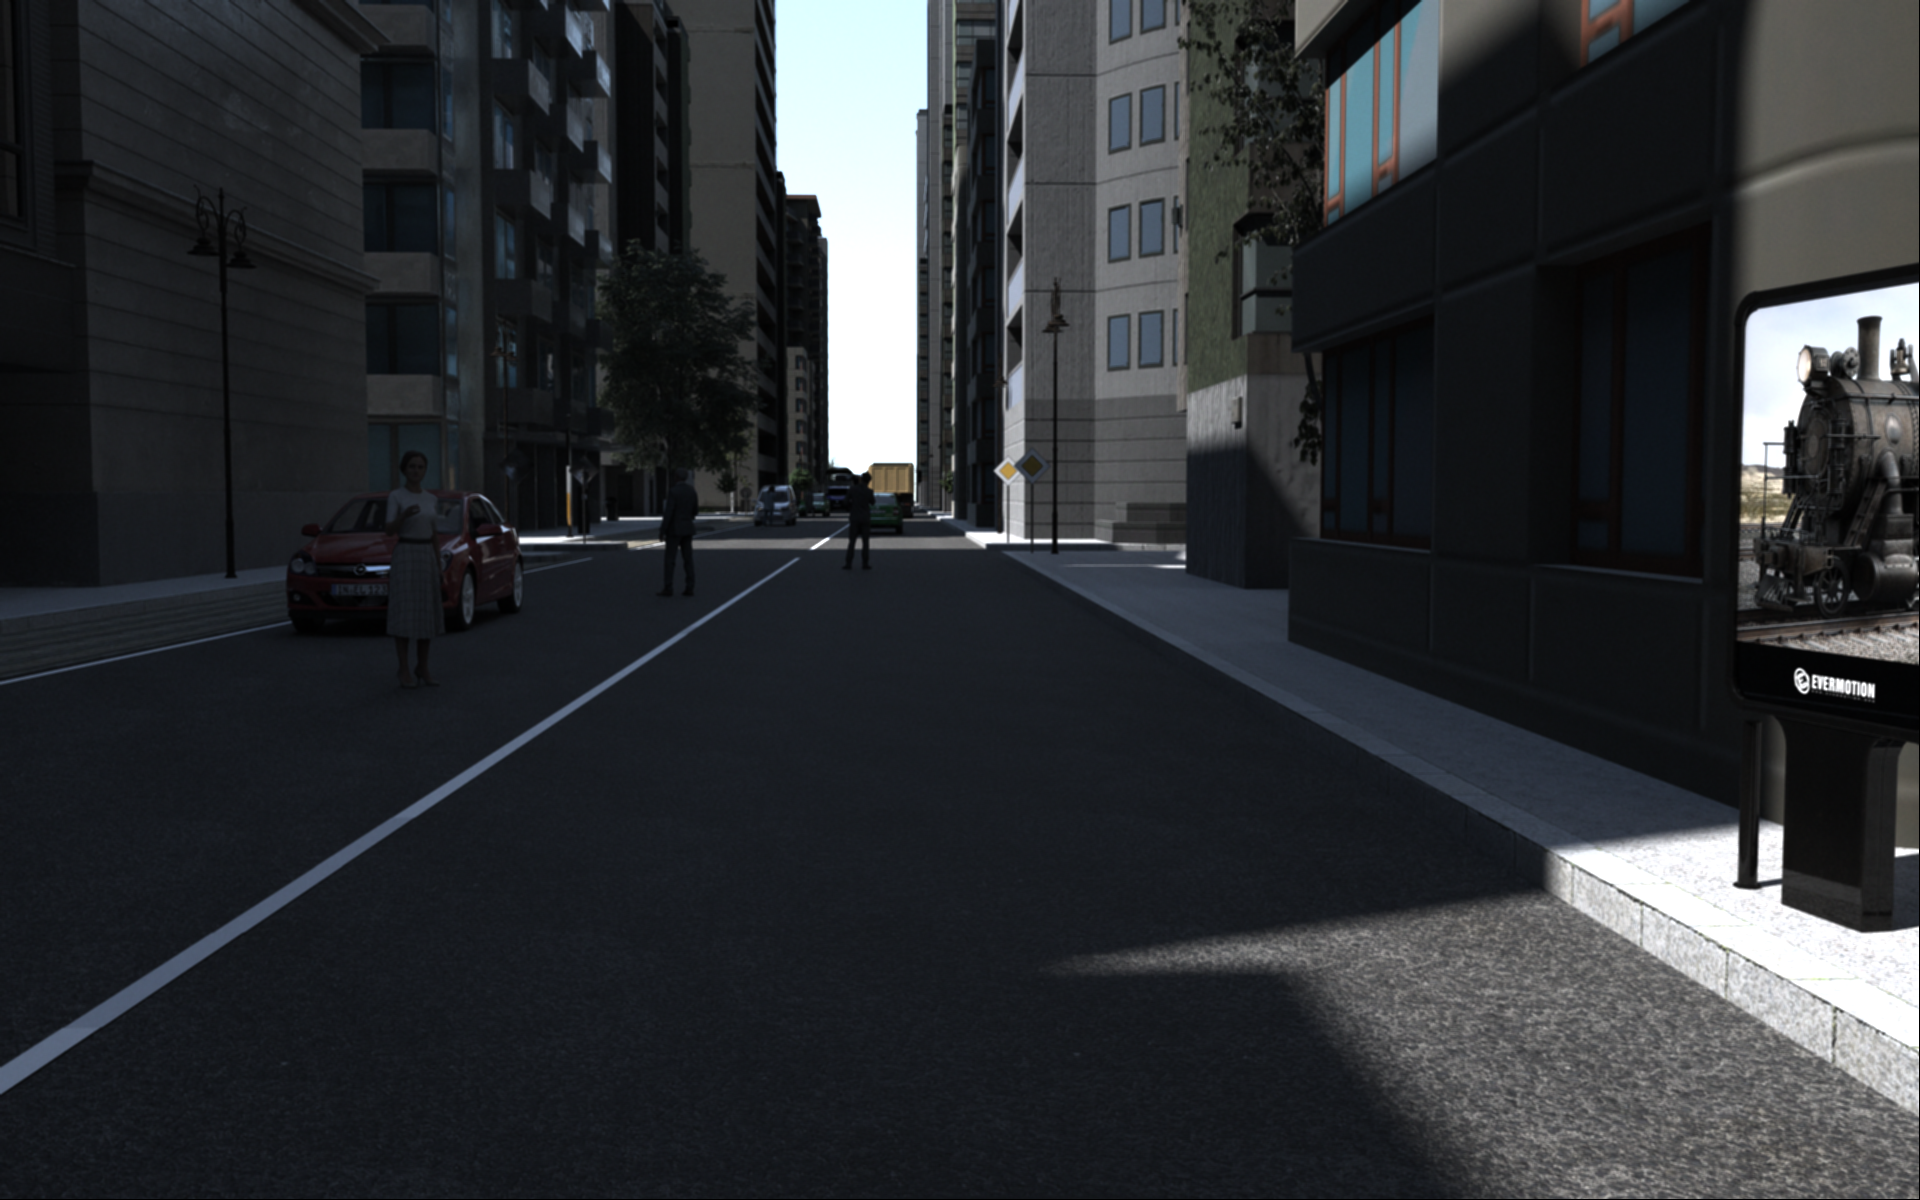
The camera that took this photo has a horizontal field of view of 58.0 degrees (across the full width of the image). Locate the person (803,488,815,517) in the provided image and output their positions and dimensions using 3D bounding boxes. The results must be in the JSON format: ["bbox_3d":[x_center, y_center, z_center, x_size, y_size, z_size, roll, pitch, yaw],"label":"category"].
[{"bbox_3d":[-9.263,-5.975,106.291,0.767,1.812,0.694,3,4,36],"label":"person"}]

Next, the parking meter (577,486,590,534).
[{"bbox_3d":[-12.144,-2.903,55.871,0.372,1.533,0.369,0,3,0],"label":"parking meter"}]

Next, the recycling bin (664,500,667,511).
[{"bbox_3d":[-13.158,-4.109,79.744,0.722,1.027,0.722,2,4,29],"label":"recycling bin"}]

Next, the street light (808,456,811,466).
[{"bbox_3d":[-17.737,-14.191,204.805,0.468,5.910,1.993,0,4,-2],"label":"street light"}]

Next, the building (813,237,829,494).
[{"bbox_3d":[-27.595,-35.742,267.982,14.154,41.232,14.086,0,4,-2],"label":"building"}]

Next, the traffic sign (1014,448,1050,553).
[{"bbox_3d":[1.558,-2.068,37.449,0.795,2.450,0.064,0,4,-2],"label":"traffic sign"}]

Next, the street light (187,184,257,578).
[{"bbox_3d":[-11.137,-3.272,26.280,0.468,5.910,1.993,0,4,-2],"label":"street light"}]

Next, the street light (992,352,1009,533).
[{"bbox_3d":[1.299,-5.106,56.272,0.468,5.910,1.993,0,4,-2],"label":"street light"}]

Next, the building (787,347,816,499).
[{"bbox_3d":[-32.707,-22.791,217.672,27.650,21.520,28.899,0,4,-2],"label":"building"}]

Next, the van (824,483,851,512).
[{"bbox_3d":[-9.794,-8.303,140.132,2.240,2.365,5.245,0,4,-1],"label":"van"}]

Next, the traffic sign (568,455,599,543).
[{"bbox_3d":[-9.776,-2.532,45.041,0.795,2.450,0.064,0,4,-2],"label":"traffic sign"}]

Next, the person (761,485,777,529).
[{"bbox_3d":[-7.931,-3.849,71.701,0.793,1.790,0.793,-2,4,-24],"label":"person"}]

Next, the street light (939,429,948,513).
[{"bbox_3d":[-1.043,-9.013,120.154,0.468,5.910,1.993,0,4,-2],"label":"street light"}]

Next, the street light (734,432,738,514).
[{"bbox_3d":[-14.271,-8.409,110.279,0.468,5.910,1.993,0,4,-2],"label":"street light"}]

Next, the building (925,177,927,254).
[{"bbox_3d":[6.449,-37.686,235.769,23.786,49.044,30.456,0,4,-2],"label":"building"}]

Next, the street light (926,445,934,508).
[{"bbox_3d":[-2.713,-11.708,164.218,0.468,5.910,1.993,0,4,-2],"label":"street light"}]

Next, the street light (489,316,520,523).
[{"bbox_3d":[-11.831,-4.425,45.135,0.468,5.910,1.993,0,4,-2],"label":"street light"}]

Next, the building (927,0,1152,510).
[{"bbox_3d":[7.065,-39.097,181.240,21.231,58.520,28.212,0,4,-2],"label":"building"}]

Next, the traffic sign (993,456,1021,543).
[{"bbox_3d":[1.262,-2.556,45.429,0.795,2.450,0.064,0,4,-2],"label":"traffic sign"}]

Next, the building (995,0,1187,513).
[{"bbox_3d":[8.728,-37.333,152.397,21.231,58.520,28.212,0,4,-2],"label":"building"}]

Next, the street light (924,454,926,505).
[{"bbox_3d":[-3.884,-13.689,196.603,0.468,5.910,1.993,0,4,-2],"label":"street light"}]

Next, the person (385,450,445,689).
[{"bbox_3d":[-3.999,-0.229,12.814,0.524,1.755,0.480,3,4,37],"label":"person"}]

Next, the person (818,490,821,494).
[{"bbox_3d":[-15.036,-10.800,185.085,0.705,1.823,1.348,0,4,3],"label":"person"}]

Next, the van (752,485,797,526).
[{"bbox_3d":[-8.375,-4.379,78.608,2.013,2.044,4.112,0,4,-1],"label":"van"}]

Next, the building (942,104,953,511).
[{"bbox_3d":[5.571,-22.037,132.002,14.160,30.474,14.107,0,4,-2],"label":"building"}]

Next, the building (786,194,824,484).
[{"bbox_3d":[-30.834,-36.163,245.881,22.147,44.769,28.867,0,4,-2],"label":"building"}]

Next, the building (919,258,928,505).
[{"bbox_3d":[1.928,-26.993,213.041,14.160,30.474,14.107,0,4,-2],"label":"building"}]

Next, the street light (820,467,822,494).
[{"bbox_3d":[-18.972,-16.139,236.652,0.468,5.910,1.993,0,4,-2],"label":"street light"}]

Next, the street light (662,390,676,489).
[{"bbox_3d":[-12.998,-6.399,77.414,0.468,5.910,1.993,0,4,-2],"label":"street light"}]

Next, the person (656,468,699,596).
[{"bbox_3d":[-4.019,-0.967,24.490,0.590,1.801,0.661,3,4,38],"label":"person"}]

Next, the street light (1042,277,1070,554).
[{"bbox_3d":[2.039,-3.931,37.066,0.468,5.910,1.993,0,4,-2],"label":"street light"}]

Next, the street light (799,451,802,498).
[{"bbox_3d":[-17.168,-13.076,186.571,0.468,5.910,1.993,0,4,-2],"label":"street light"}]

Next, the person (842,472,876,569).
[{"bbox_3d":[-1.941,-1.520,33.154,0.655,1.846,0.447,0,4,-3],"label":"person"}]

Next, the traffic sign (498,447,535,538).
[{"bbox_3d":[-9.479,-2.044,37.061,0.795,2.450,0.064,0,4,-2],"label":"traffic sign"}]

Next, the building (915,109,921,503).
[{"bbox_3d":[3.776,-44.247,265.444,21.231,58.520,28.212,0,4,-2],"label":"building"}]
